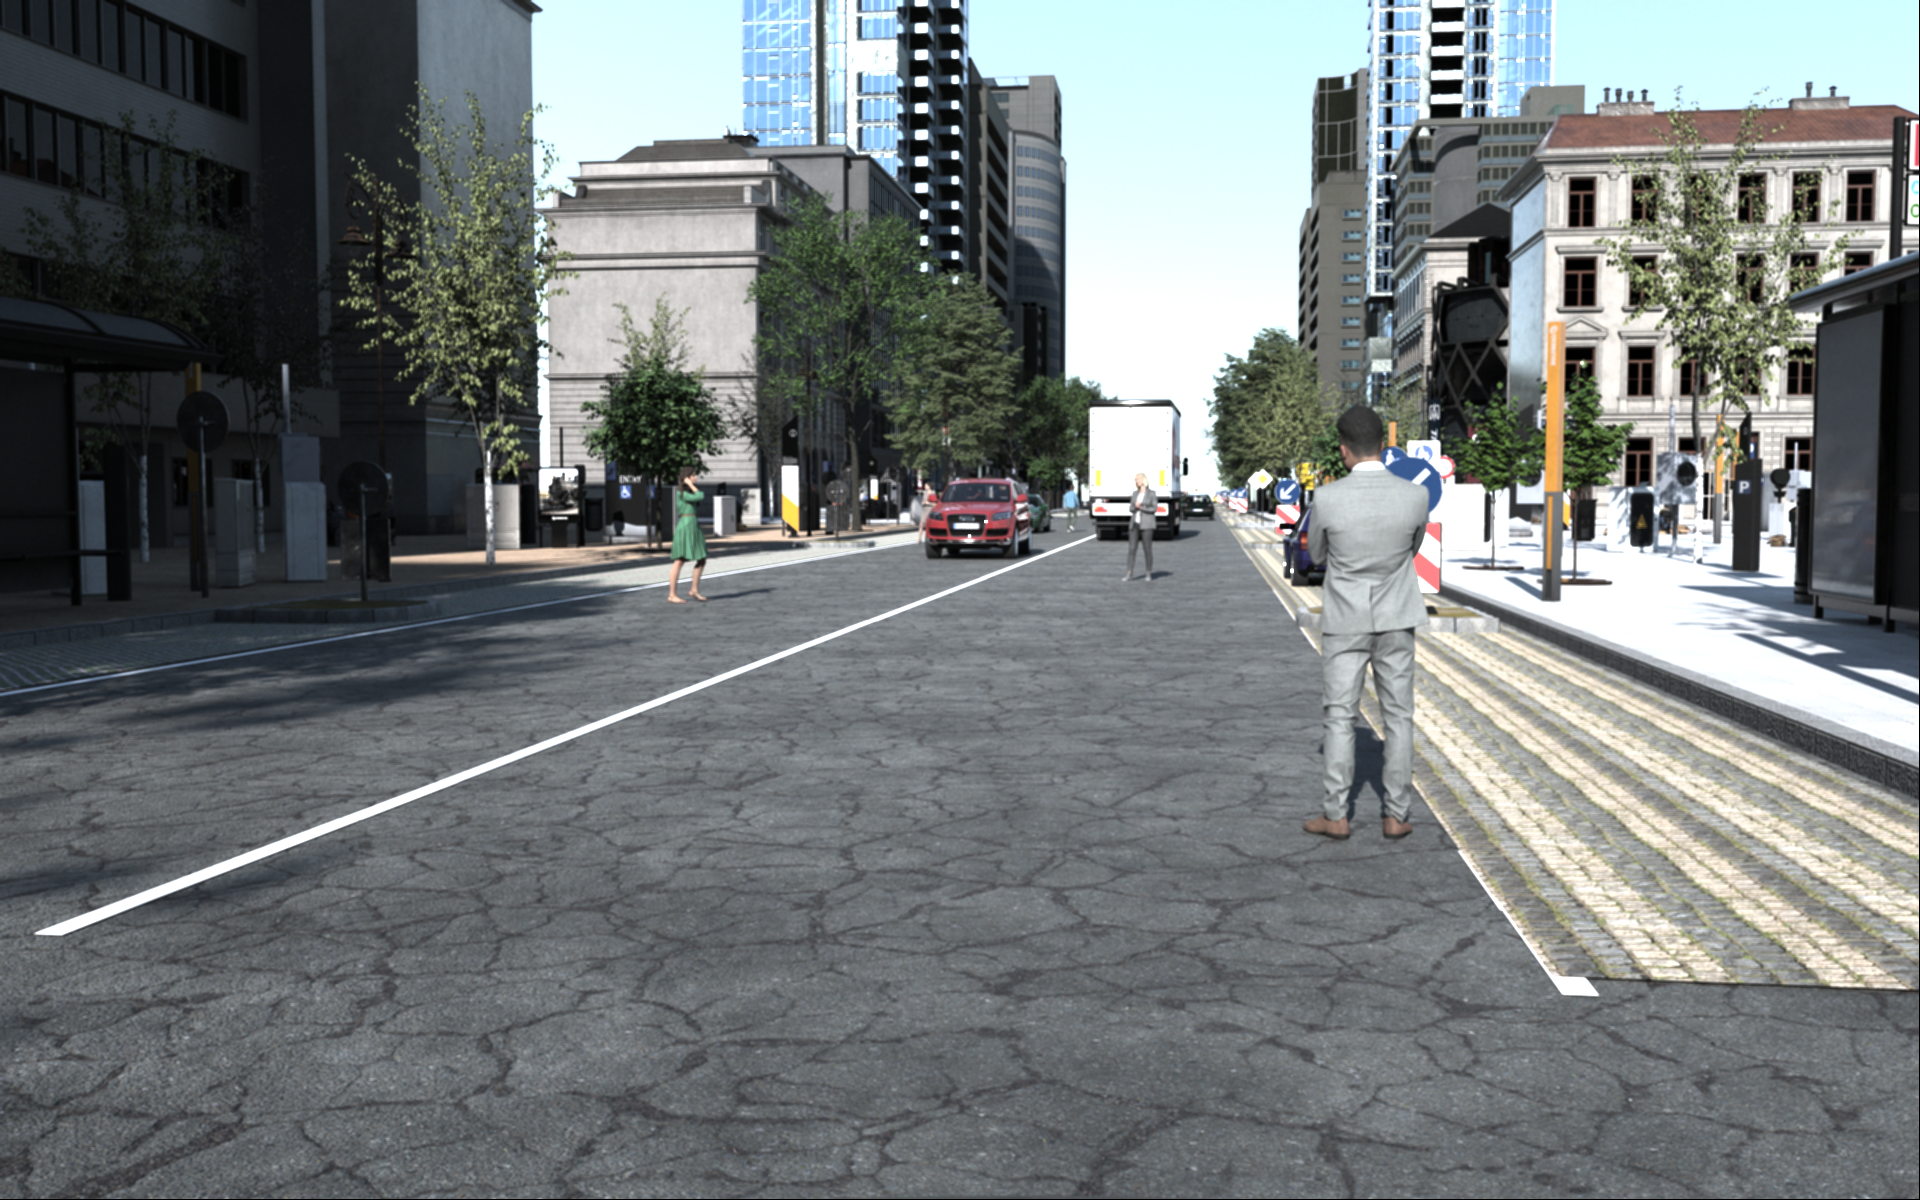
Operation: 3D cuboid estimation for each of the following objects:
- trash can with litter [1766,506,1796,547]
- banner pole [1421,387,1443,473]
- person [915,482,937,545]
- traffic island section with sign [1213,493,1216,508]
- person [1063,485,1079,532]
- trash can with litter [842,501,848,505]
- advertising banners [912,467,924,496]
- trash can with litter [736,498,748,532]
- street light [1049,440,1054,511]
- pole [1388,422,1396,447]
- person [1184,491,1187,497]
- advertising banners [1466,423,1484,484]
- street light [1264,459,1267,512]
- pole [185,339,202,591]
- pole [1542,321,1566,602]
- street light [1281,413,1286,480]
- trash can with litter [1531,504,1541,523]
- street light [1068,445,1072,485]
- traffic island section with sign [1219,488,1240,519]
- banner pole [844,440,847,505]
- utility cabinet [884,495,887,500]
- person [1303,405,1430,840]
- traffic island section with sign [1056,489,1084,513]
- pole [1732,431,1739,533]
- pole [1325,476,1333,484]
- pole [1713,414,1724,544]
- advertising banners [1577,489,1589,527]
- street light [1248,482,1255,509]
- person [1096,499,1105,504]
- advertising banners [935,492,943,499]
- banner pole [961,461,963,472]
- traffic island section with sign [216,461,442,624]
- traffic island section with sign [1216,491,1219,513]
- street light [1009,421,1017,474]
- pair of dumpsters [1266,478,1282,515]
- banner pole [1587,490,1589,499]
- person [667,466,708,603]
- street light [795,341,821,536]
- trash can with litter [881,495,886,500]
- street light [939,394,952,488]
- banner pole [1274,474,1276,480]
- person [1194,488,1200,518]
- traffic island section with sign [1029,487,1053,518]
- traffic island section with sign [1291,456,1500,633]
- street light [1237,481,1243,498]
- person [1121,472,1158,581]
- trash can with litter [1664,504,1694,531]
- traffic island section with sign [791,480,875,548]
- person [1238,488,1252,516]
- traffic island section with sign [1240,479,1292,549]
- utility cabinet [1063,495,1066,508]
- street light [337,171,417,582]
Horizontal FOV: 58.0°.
[{"bbox_3d":[20.009,-1.856,41.732,1.055,1.170,0.624,3,5,41],"label":"trash can with litter"},{"bbox_3d":[10.910,-3.074,40.274,0.401,3.779,0.863,-2,4,-24],"label":"banner pole"},{"bbox_3d":[-0.946,-2.426,48.504,0.599,1.781,0.374,2,4,34],"label":"person"},{"bbox_3d":[27.004,-10.291,176.893,1.989,1.847,2.006,0,4,8],"label":"traffic island section with sign"},{"bbox_3d":[4.175,-3.441,65.106,0.601,1.785,0.444,2,4,27],"label":"person"},{"bbox_3d":[-6.983,-5.410,99.843,1.055,1.170,0.624,3,4,37],"label":"trash can with litter"},{"bbox_3d":[-2.567,-6.606,104.189,0.090,3.025,2.074,1,4,20],"label":"advertising banners"},{"bbox_3d":[-7.518,-2.902,58.828,0.624,1.170,1.055,-2,4,-33],"label":"trash can with litter"},{"bbox_3d":[7.042,-9.887,134.447,0.468,5.910,1.993,0,4,8],"label":"street light"},{"bbox_3d":[12.214,-3.375,49.023,0.158,3.312,0.155,0,3,0],"label":"pole"},{"bbox_3d":[22.157,-9.885,170.671,0.434,1.755,0.990,-1,4,-14],"label":"person"},{"bbox_3d":[12.096,-2.876,43.204,2.074,3.025,0.090,1,4,19],"label":"advertising banners"},{"bbox_3d":[21.930,-9.258,124.150,0.468,5.910,1.993,0,4,8],"label":"street light"},{"bbox_3d":[-10.077,-1.773,22.831,0.158,3.312,0.155,0,3,0],"label":"pole"},{"bbox_3d":[7.072,-1.637,20.614,0.158,3.312,0.155,0,3,0],"label":"pole"},{"bbox_3d":[18.179,-7.620,97.377,0.468,5.910,1.993,0,4,8],"label":"street light"},{"bbox_3d":[25.498,-3.943,75.856,1.055,1.170,0.624,-1,4,-15],"label":"trash can with litter"},{"bbox_3d":[9.970,-11.188,155.716,0.468,5.910,1.993,0,4,8],"label":"street light"},{"bbox_3d":[16.220,-5.619,100.495,1.989,1.847,2.006,0,4,8],"label":"traffic island section with sign"},{"bbox_3d":[-5.308,-5.516,80.197,0.401,3.779,0.863,0,4,-7],"label":"banner pole"},{"bbox_3d":[-4.945,-6.409,115.947,0.306,1.237,1.020,0,4,-1],"label":"utility cabinet"},{"bbox_3d":[1.708,0.083,7.332,0.511,1.800,0.466,-1,4,-11],"label":"person"},{"bbox_3d":[8.227,-7.355,128.889,1.989,1.847,2.006,0,4,8],"label":"traffic island section with sign"},{"bbox_3d":[25.230,-3.818,56.269,0.158,3.312,0.155,0,3,0],"label":"pole"},{"bbox_3d":[16.397,-5.104,77.291,0.158,3.312,0.155,0,3,0],"label":"pole"},{"bbox_3d":[19.479,-3.096,44.458,0.158,3.312,0.155,0,3,0],"label":"pole"},{"bbox_3d":[22.985,-4.154,64.109,0.090,3.025,2.074,2,4,34],"label":"advertising banners"},{"bbox_3d":[25.727,-10.930,151.492,0.468,5.910,1.993,0,4,8],"label":"street light"},{"bbox_3d":[5.629,-3.769,69.998,0.514,1.842,0.818,2,4,35],"label":"person"},{"bbox_3d":[-1.920,-7.073,111.826,2.074,3.025,0.090,-2,4,-25],"label":"advertising banners"},{"bbox_3d":[0.090,-6.472,95.831,0.401,3.779,0.863,0,4,6],"label":"banner pole"},{"bbox_3d":[-7.135,-0.694,19.981,1.989,1.847,2.006,0,4,8],"label":"traffic island section with sign"},{"bbox_3d":[19.989,-7.254,127.226,1.989,1.847,2.006,0,4,8],"label":"traffic island section with sign"},{"bbox_3d":[3.235,-8.250,107.682,0.468,5.910,1.993,0,4,8],"label":"street light"},{"bbox_3d":[20.263,-6.550,109.583,1.574,2.255,4.437,0,4,8],"label":"pair of dumpsters"},{"bbox_3d":[25.072,-4.795,68.422,0.863,3.779,0.401,1,4,18],"label":"banner pole"},{"bbox_3d":[-3.609,-0.866,22.903,0.529,1.795,0.600,0,4,-5],"label":"person"},{"bbox_3d":[-4.588,-4.879,52.563,0.468,5.910,1.993,0,4,8],"label":"street light"},{"bbox_3d":[-7.758,-8.384,148.143,2.233,1.210,1.678,-3,4,-37],"label":"trash can with litter"},{"bbox_3d":[-0.637,-6.565,80.119,0.468,5.910,1.993,0,4,8],"label":"street light"},{"bbox_3d":[26.179,-9.423,144.076,0.401,3.779,0.863,2,4,25],"label":"banner pole"},{"bbox_3d":[14.441,-5.921,105.526,0.478,1.798,0.641,0,4,-7],"label":"person"},{"bbox_3d":[4.425,-5.703,101.873,1.989,1.847,2.006,0,4,8],"label":"traffic island section with sign"},{"bbox_3d":[4.683,-0.622,18.796,1.989,1.847,2.006,0,4,8],"label":"traffic island section with sign"},{"bbox_3d":[36.480,-15.566,227.293,0.468,5.910,1.993,0,4,8],"label":"street light"},{"bbox_3d":[2.997,-1.217,28.578,0.537,1.800,0.526,3,5,42],"label":"person"},{"bbox_3d":[25.422,-3.046,60.867,2.233,1.210,1.678,0,4,-7],"label":"trash can with litter"},{"bbox_3d":[-3.362,-2.327,46.672,1.989,1.847,2.006,0,4,8],"label":"traffic island section with sign"},{"bbox_3d":[17.585,-5.996,106.647,0.853,1.813,0.709,0,4,-2],"label":"person"},{"bbox_3d":[8.461,-2.254,45.486,1.989,1.847,2.006,0,4,8],"label":"traffic island section with sign"},{"bbox_3d":[8.903,-8.755,154.305,1.020,1.237,0.306,0,4,-3],"label":"utility cabinet"},{"bbox_3d":[-8.423,-3.205,25.193,0.468,5.910,1.993,0,4,8],"label":"street light"}]
